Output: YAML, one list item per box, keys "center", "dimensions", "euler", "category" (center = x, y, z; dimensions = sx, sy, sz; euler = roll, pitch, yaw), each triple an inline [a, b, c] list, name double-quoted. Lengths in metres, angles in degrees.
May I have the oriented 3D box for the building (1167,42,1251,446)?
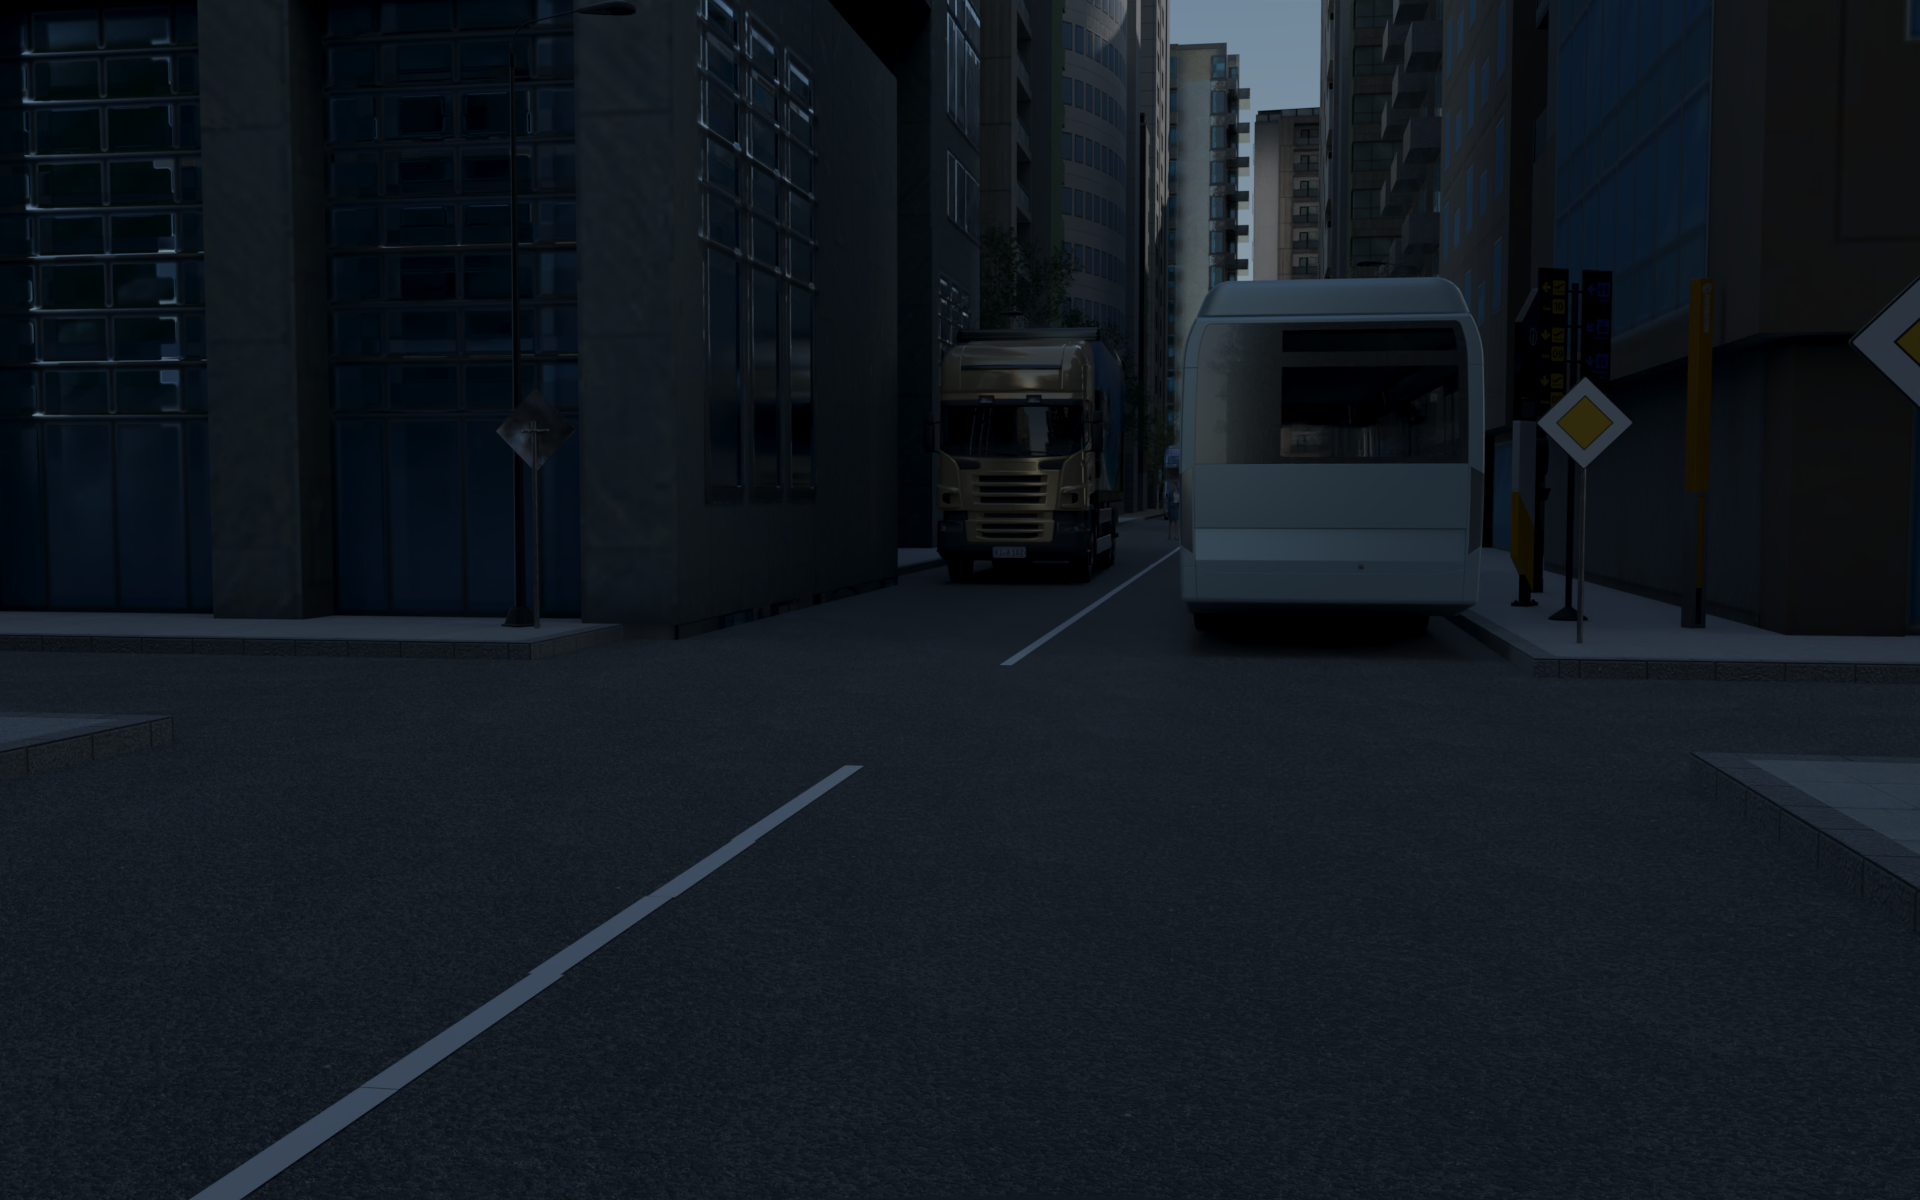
- center: [15.620, -34.659, 186.290]
  dimensions: [30.456, 49.044, 23.786]
  euler: [1, 4, 10]
  category: "building"

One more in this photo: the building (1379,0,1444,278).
- center: [28.912, -27.504, 69.303]
  dimensions: [23.786, 49.044, 30.456]
  euler: [1, 4, 10]
  category: "building"

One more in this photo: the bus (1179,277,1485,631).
- center: [4.184, -1.622, 21.382]
  dimensions: [2.948, 3.499, 13.247]
  euler: [1, 4, 9]
  category: "bus"

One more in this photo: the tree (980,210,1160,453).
- center: [1.566, -7.542, 57.720]
  dimensions: [7.601, 10.594, 8.767]
  euler: [-1, 4, -13]
  category: "tree"

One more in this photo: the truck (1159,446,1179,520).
- center: [13.442, -6.897, 102.517]
  dimensions: [2.967, 4.110, 18.799]
  euler: [0, 4, 8]
  category: "truck"

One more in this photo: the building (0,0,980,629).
- center: [-11.126, -43.965, 31.500]
  dimensions: [22.319, 86.520, 31.000]
  euler: [1, 4, 10]
  category: "building"

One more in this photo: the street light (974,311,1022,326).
- center: [0.881, -4.380, 44.161]
  dimensions: [1.470, 5.913, 1.316]
  euler: [1, 4, 10]
  category: "street light"

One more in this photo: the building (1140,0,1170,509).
- center: [7.981, -43.860, 155.356]
  dimensions: [20.611, 71.187, 20.563]
  euler: [1, 4, 10]
  category: "building"

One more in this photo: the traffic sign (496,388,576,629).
- center: [-4.030, -0.784, 16.454]
  dimensions: [0.795, 2.450, 0.064]
  euler: [1, 4, 10]
  category: "traffic sign"

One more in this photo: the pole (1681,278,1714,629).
- center: [7.032, -1.386, 16.510]
  dimensions: [0.158, 3.312, 0.155]
  euler: [0, 3, 0]
  category: "pole"

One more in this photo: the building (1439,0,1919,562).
- center: [19.263, -23.868, 40.360]
  dimensions: [14.600, 45.320, 14.200]
  euler: [1, 4, 10]
  category: "building"

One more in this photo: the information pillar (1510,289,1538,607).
- center: [6.422, -1.733, 19.690]
  dimensions: [0.183, 3.616, 0.504]
  euler: [3, 5, 40]
  category: "information pillar"

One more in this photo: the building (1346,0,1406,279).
- center: [29.120, -19.998, 98.669]
  dimensions: [14.160, 30.474, 14.107]
  euler: [1, 4, 10]
  category: "building"

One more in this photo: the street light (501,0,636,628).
- center: [-3.733, -2.691, 16.546]
  dimensions: [1.470, 5.913, 1.316]
  euler: [1, 4, 10]
  category: "street light"

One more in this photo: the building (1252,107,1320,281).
- center: [37.006, -30.215, 177.614]
  dimensions: [14.086, 41.232, 14.154]
  euler: [1, 4, 10]
  category: "building"

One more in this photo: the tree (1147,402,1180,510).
- center: [15.549, -11.416, 137.010]
  dimensions: [4.737, 8.622, 4.395]
  euler: [0, 3, 0]
  category: "tree"

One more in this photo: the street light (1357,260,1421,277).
- center: [8.564, -3.785, 34.432]
  dimensions: [1.470, 5.913, 1.316]
  euler: [1, 4, 10]
  category: "street light"

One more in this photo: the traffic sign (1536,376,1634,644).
- center: [5.322, -0.684, 14.823]
  dimensions: [0.795, 2.450, 0.064]
  euler: [1, 4, 10]
  category: "traffic sign"

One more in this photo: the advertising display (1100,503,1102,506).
- center: [6.283, -4.383, 76.883]
  dimensions: [0.123, 1.923, 0.974]
  euler: [1, 4, 10]
  category: "advertising display"

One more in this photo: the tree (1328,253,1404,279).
- center: [12.868, -6.287, 53.149]
  dimensions: [4.360, 8.622, 3.978]
  euler: [0, 3, 0]
  category: "tree"

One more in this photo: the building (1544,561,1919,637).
- center: [15.215, -22.601, 19.643]
  dimensions: [14.200, 45.320, 14.600]
  euler: [1, 4, 10]
  category: "building"

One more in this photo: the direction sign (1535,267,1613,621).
- center: [6.197, -1.562, 17.540]
  dimensions: [0.876, 3.537, 0.379]
  euler: [-1, 4, -19]
  category: "direction sign"

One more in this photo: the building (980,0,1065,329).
- center: [-3.389, -23.739, 71.733]
  dimensions: [14.154, 41.232, 14.086]
  euler: [1, 4, 10]
  category: "building"

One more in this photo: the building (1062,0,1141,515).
- center: [-0.508, -34.458, 105.384]
  dimensions: [21.231, 58.520, 28.212]
  euler: [1, 4, 10]
  category: "building"

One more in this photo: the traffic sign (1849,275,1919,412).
- center: [3.962, -0.203, 6.954]
  dimensions: [0.795, 2.450, 0.064]
  euler: [1, 4, 10]
  category: "traffic sign"

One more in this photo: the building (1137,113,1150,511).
- center: [6.309, -21.716, 126.755]
  dimensions: [14.160, 30.474, 14.107]
  euler: [1, 4, 10]
  category: "building"

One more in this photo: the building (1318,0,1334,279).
- center: [44.192, -34.019, 145.451]
  dimensions: [28.713, 52.752, 27.495]
  euler: [1, 4, 10]
  category: "building"

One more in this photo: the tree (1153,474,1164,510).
- center: [16.329, -8.960, 141.099]
  dimensions: [1.663, 3.219, 1.824]
  euler: [0, 3, 0]
  category: "tree"

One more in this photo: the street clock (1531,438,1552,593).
- center: [7.494, -1.097, 22.511]
  dimensions: [0.358, 2.002, 0.471]
  euler: [1, 4, 13]
  category: "street clock"

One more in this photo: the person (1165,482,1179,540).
- center: [6.764, -2.826, 54.734]
  dimensions: [0.581, 1.822, 0.654]
  euler: [0, 4, -1]
  category: "person"

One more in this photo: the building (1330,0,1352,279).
- center: [36.214, -35.254, 118.395]
  dimensions: [21.231, 58.520, 28.212]
  euler: [1, 4, 10]
  category: "building"

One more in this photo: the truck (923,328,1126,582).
- center: [1.486, -2.613, 31.636]
  dimensions: [2.839, 4.237, 11.283]
  euler: [1, 4, 8]
  category: "truck"
